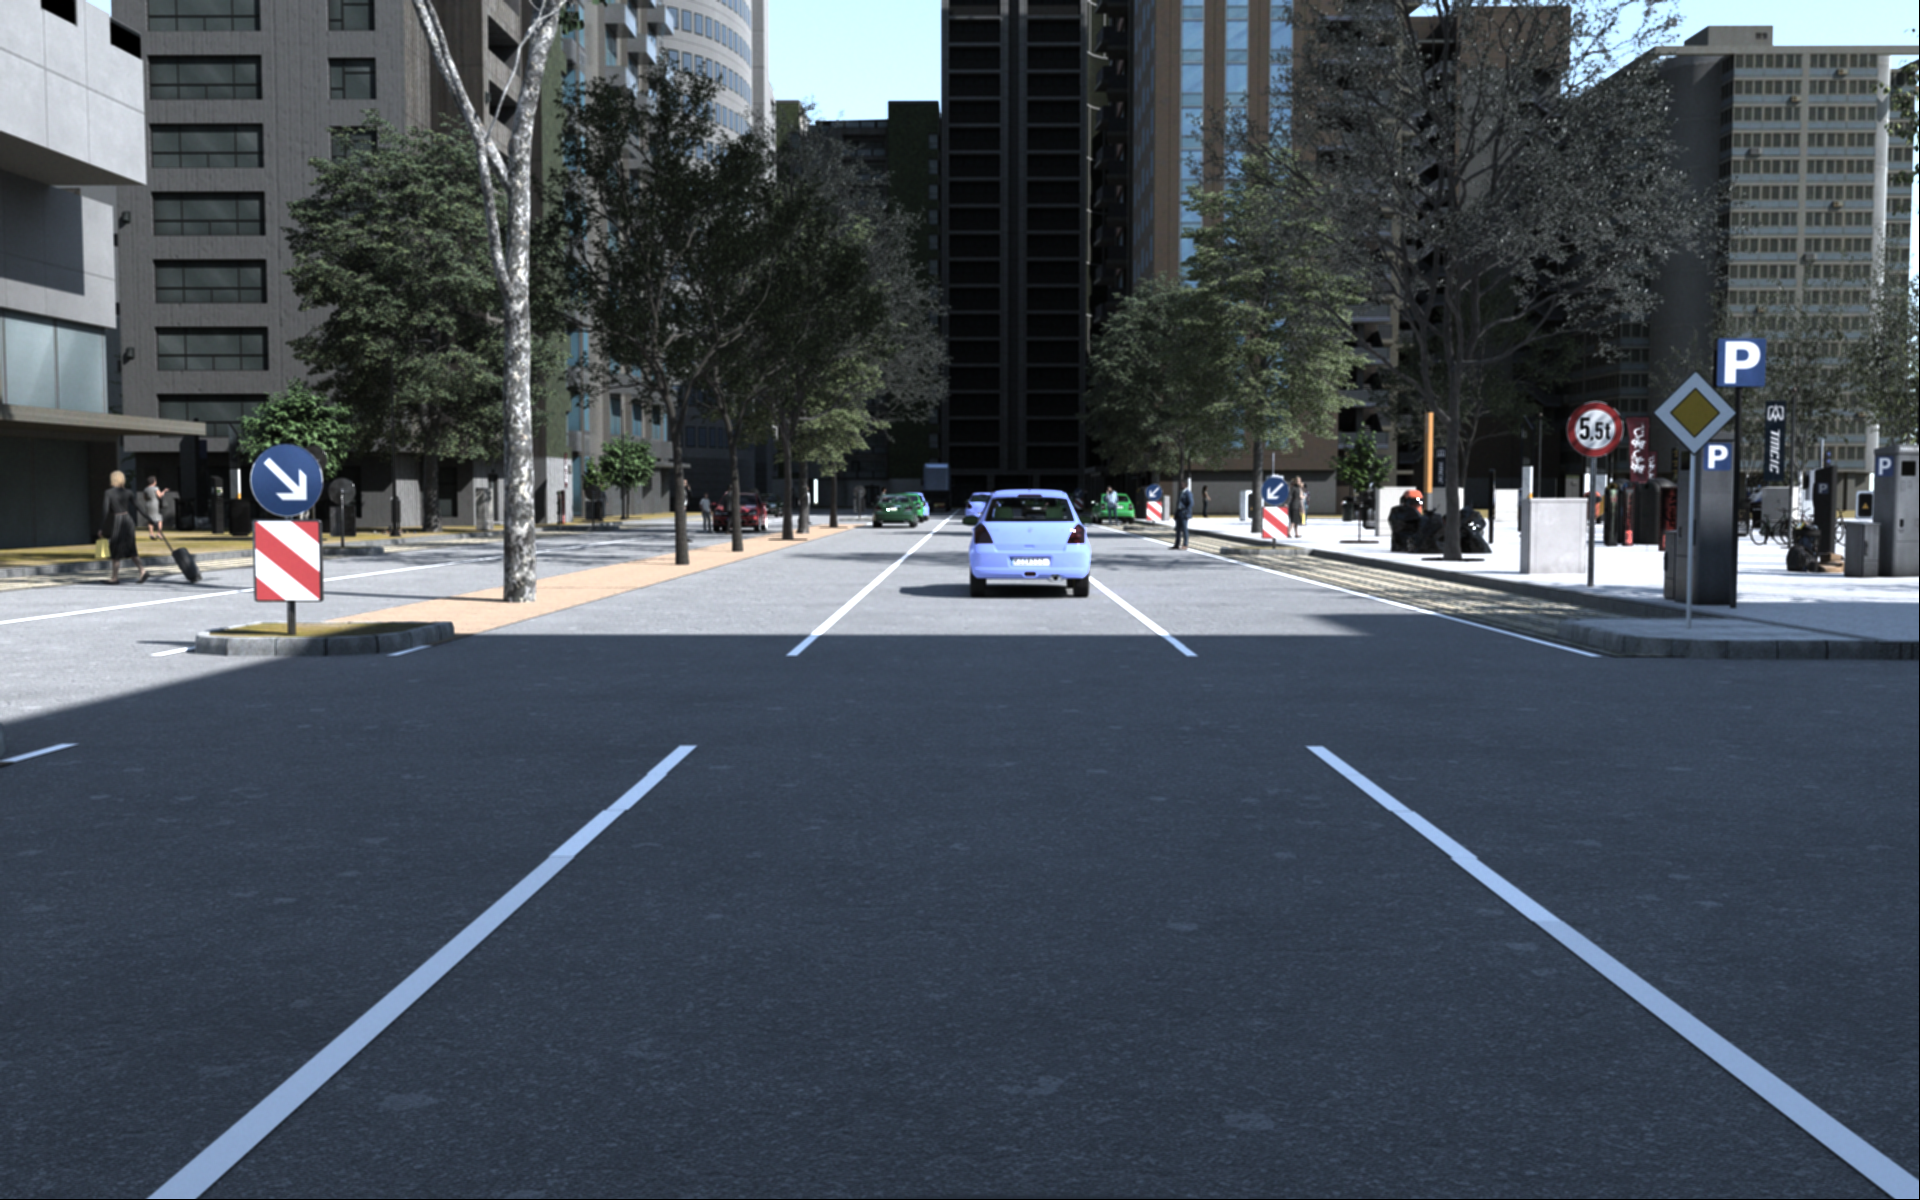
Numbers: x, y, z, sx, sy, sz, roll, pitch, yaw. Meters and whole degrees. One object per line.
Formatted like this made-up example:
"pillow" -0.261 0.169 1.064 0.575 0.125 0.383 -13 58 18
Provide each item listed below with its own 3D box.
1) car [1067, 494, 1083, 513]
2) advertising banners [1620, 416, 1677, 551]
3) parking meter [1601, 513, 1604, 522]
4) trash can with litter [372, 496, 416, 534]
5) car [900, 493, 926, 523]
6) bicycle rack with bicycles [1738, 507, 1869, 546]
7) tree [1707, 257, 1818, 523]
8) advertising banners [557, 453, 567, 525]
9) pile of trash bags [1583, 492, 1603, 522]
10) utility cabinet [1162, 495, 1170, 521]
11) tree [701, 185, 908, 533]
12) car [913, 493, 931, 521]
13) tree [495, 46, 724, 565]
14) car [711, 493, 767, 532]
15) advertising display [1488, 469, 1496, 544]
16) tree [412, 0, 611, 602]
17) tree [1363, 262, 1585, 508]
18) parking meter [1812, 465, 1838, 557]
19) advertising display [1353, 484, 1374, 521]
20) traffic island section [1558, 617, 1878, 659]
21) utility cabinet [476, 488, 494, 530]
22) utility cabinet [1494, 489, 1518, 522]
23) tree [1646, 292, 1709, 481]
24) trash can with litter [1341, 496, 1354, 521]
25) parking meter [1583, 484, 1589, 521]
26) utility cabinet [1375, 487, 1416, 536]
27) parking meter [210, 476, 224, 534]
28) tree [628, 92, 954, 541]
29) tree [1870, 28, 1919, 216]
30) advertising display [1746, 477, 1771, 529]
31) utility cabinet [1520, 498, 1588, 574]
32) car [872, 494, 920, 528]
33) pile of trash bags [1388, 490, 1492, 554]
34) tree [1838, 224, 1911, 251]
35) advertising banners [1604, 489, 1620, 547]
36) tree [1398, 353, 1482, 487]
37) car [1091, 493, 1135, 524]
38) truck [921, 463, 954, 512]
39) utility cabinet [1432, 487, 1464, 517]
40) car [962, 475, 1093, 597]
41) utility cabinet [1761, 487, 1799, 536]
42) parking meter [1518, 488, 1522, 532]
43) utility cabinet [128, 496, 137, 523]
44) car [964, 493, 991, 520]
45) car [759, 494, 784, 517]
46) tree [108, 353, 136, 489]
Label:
"car" 7.742 -6.970 122.752 1.959 1.807 4.718 0 4 0
"advertising banners" 15.957 -2.603 38.748 2.074 3.025 0.090 1 4 16
"parking meter" 29.598 -4.548 80.075 0.255 1.863 0.399 3 5 40
"trash can with litter" -18.730 -2.798 56.805 1.678 1.210 2.233 0 4 0
"car" -2.730 -4.879 88.563 1.959 1.807 4.718 0 4 -1
"bicycle rack with bicycles" 21.277 -1.836 43.394 2.925 0.926 2.852 0 4 -1
"tree" 26.937 -6.398 54.962 4.360 8.622 3.978 0 3 0
"advertising banners" -16.734 -4.694 72.930 0.090 3.025 2.074 0 4 -1
"pile of trash bags" 22.309 -2.939 57.804 1.912 1.369 3.447 -3 4 -36
"utility cabinet" 9.763 -4.335 82.045 0.306 1.237 1.020 0 4 2
"tree" -5.776 -8.702 62.867 7.486 12.596 7.792 0 3 0
"car" -2.568 -5.182 94.321 1.945 1.707 3.694 0 4 0
"tree" -5.575 -6.000 34.978 8.767 10.594 7.601 0 4 1
"car" -8.498 -3.544 66.989 2.155 1.783 4.494 0 4 -1
"advertising display" 13.860 -2.442 45.137 0.123 1.923 0.974 1 4 20
"tree" -7.033 -10.082 23.190 12.611 20.169 13.585 0 3 0
"tree" 20.354 -8.277 69.739 8.767 10.594 7.601 -1 4 -14
"parking meter" 17.724 -1.823 35.516 0.255 1.863 0.399 -3 5 -41
"advertising display" 19.384 -4.768 83.175 0.974 1.923 0.123 1 4 14
"traffic island section" 6.978 0.355 16.479 2.009 0.180 2.903 0 4 1
"utility cabinet" -16.718 -3.198 60.958 0.318 1.500 1.173 0 3 0
"utility cabinet" 24.497 -4.237 77.950 1.173 1.500 0.318 -1 4 -10
"tree" 26.505 -6.732 60.436 4.360 8.622 3.978 0 3 0
"trash can with litter" 18.071 -4.263 81.092 0.624 1.170 1.055 0 4 3
"parking meter" 30.252 -4.768 83.667 0.255 1.863 0.399 3 4 37
"utility cabinet" 13.174 -2.675 52.414 1.173 1.500 0.318 -1 4 -9
"parking meter" -23.957 -3.068 55.873 0.399 1.863 0.255 3 5 42
"tree" -5.295 -8.574 53.004 12.009 13.543 11.850 0 3 0
"tree" 13.011 -4.255 19.935 4.737 8.622 4.395 0 3 0
"advertising display" 29.760 -3.632 64.604 0.123 1.923 0.974 -2 4 -26
"utility cabinet" 9.536 -1.020 27.838 1.020 1.237 0.306 -1 4 -11
"car" -2.795 -3.873 75.117 2.131 1.459 4.920 0 4 0
"pile of trash bags" 10.493 -1.768 38.665 1.912 1.369 3.447 0 4 -3
"tree" 25.593 -5.903 46.871 4.360 8.622 3.978 0 3 0
"advertising banners" 16.522 -2.852 42.822 2.074 3.025 0.090 -3 5 -41
"tree" 23.891 -8.282 85.766 4.360 8.622 3.978 0 3 0
"car" 7.365 -4.579 83.660 1.959 1.807 4.718 0 4 -1
"truck" -2.135 -9.513 145.301 2.967 4.110 18.799 0 4 1
"utility cabinet" 16.175 -2.984 57.464 0.318 1.500 1.173 -2 4 -29
"car" 0.995 -0.967 25.402 1.945 1.707 3.694 0 4 1
"utility cabinet" 24.737 -2.667 52.292 0.318 1.500 1.173 -1 4 -18
"parking meter" 19.244 -3.100 59.096 0.372 1.533 0.369 0 3 0
"utility cabinet" -36.360 -3.963 75.949 0.306 1.237 1.020 0 4 -2
"car" 1.148 -4.531 83.679 1.945 1.707 3.694 0 4 2
"car" -12.053 -6.029 108.360 2.009 1.686 4.222 0 4 0
"tree" -40.874 -8.356 86.984 4.737 8.622 4.395 0 3 0
